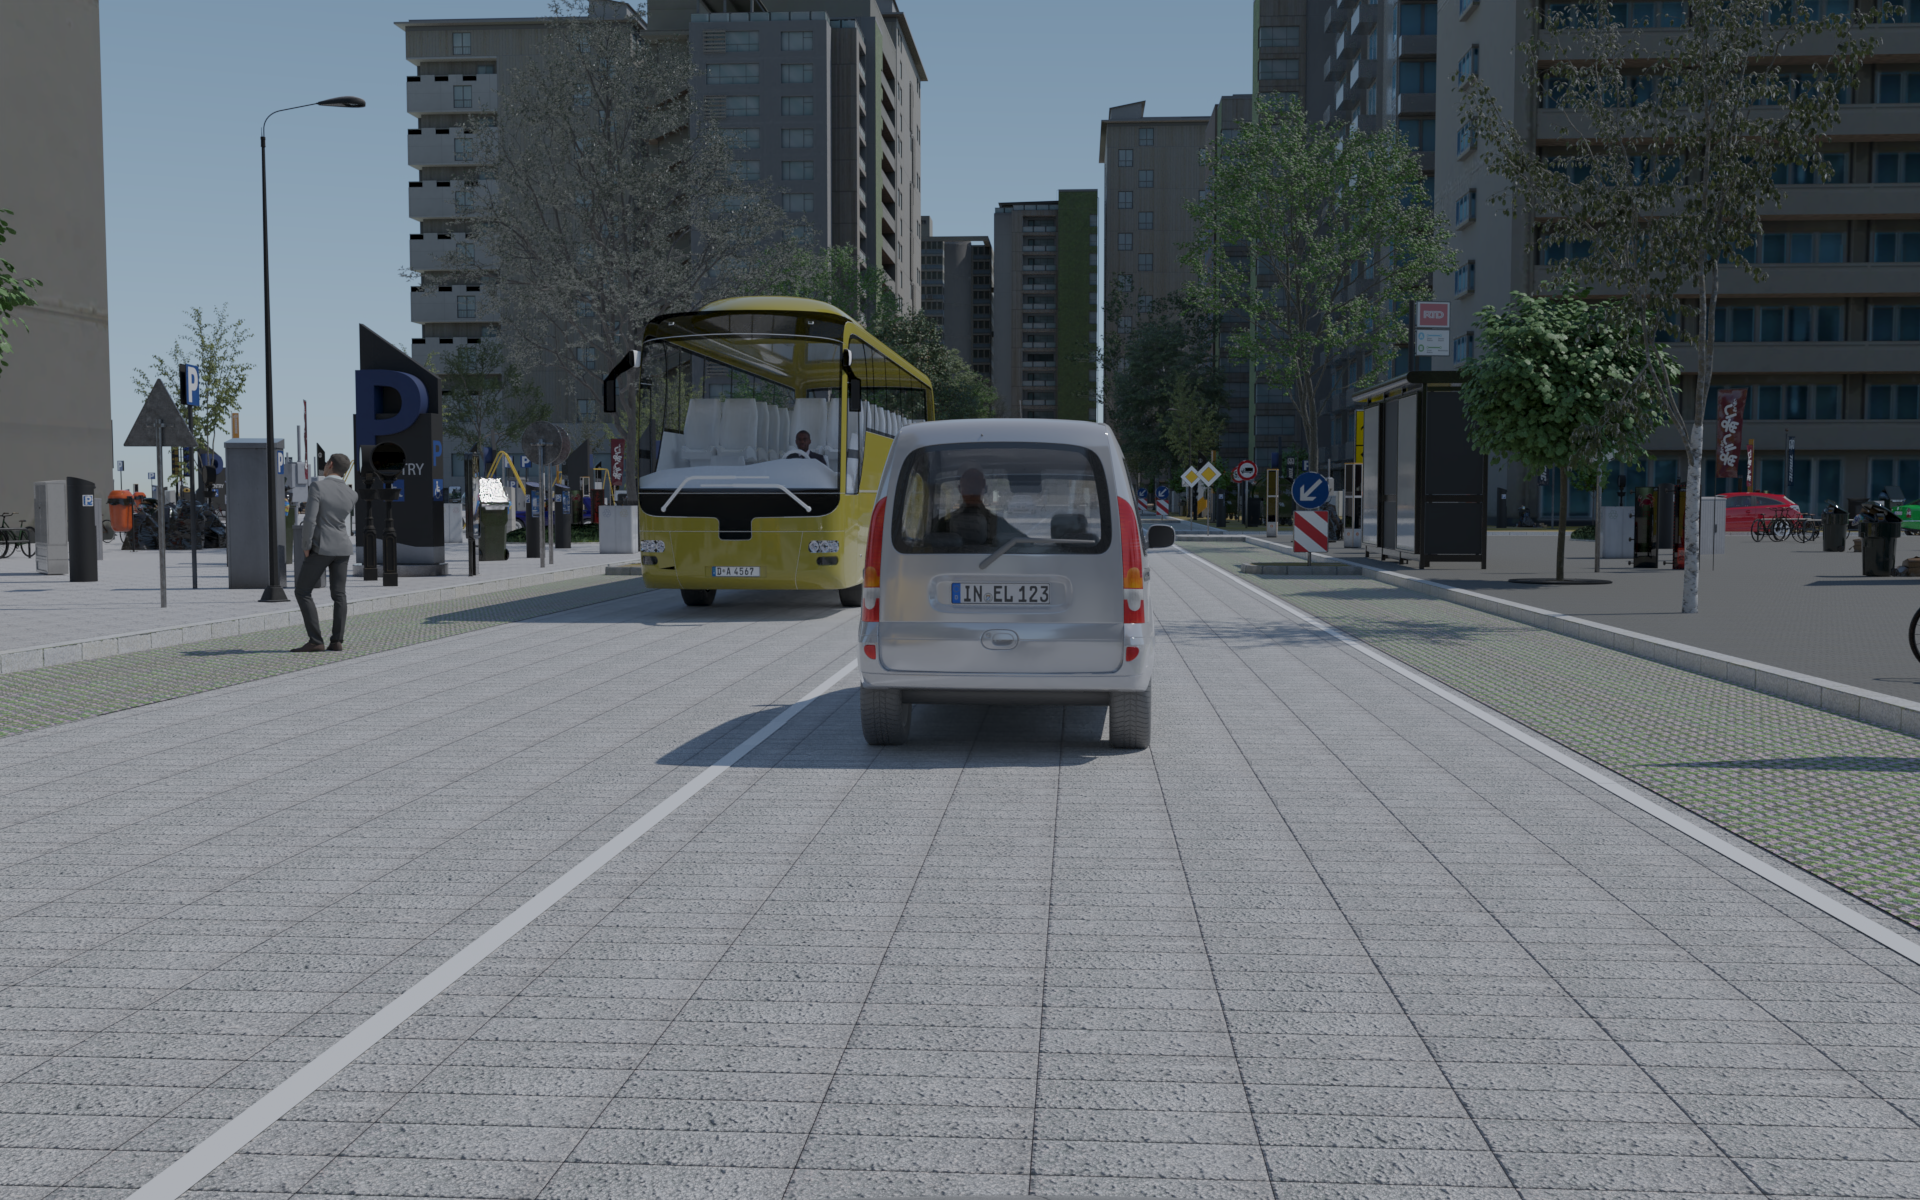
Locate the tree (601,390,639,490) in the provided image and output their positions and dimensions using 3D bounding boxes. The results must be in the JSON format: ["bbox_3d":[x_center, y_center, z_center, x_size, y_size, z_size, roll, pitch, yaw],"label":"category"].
[{"bbox_3d":[-21.390,-10.091,115.355,4.737,8.622,4.395,0,3,0],"label":"tree"}]

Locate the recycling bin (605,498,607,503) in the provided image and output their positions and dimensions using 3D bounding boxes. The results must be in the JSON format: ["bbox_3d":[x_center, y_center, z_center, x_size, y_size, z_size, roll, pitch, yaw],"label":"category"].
[{"bbox_3d":[-23.106,-6.020,110.975,0.722,1.027,0.722,2,4,31],"label":"recycling bin"}]

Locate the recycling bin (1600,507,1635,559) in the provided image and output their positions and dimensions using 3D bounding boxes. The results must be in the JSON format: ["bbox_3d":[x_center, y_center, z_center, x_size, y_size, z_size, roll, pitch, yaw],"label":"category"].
[{"bbox_3d":[13.188,-1.353,34.678,0.722,1.027,0.722,1,4,9],"label":"recycling bin"}]

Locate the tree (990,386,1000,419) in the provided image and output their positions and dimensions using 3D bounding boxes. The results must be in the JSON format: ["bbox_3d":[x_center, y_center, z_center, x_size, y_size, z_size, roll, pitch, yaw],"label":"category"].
[{"bbox_3d":[0.034,-13.306,143.304,9.928,11.665,9.643,0,3,0],"label":"tree"}]

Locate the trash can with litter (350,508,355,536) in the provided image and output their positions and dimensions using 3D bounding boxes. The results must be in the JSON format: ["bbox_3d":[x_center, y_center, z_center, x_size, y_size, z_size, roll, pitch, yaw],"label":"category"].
[{"bbox_3d":[-18.592,-2.536,52.849,0.624,1.170,1.055,3,5,44],"label":"trash can with litter"}]

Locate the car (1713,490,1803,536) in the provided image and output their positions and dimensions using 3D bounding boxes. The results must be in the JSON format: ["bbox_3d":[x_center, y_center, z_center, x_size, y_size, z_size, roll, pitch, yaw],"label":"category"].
[{"bbox_3d":[25.105,-2.914,56.680,4.494,1.783,2.155,0,4,6],"label":"car"}]

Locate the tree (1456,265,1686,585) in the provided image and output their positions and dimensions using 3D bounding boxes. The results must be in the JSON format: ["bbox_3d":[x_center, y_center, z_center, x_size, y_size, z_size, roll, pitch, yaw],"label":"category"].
[{"bbox_3d":[8.678,-2.521,24.934,4.285,4.588,4.351,0,3,0],"label":"tree"}]

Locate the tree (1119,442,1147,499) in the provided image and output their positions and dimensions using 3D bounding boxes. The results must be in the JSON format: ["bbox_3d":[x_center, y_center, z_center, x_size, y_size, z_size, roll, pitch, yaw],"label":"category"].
[{"bbox_3d":[18.825,-14.274,183.747,4.737,8.622,4.395,0,3,0],"label":"tree"}]

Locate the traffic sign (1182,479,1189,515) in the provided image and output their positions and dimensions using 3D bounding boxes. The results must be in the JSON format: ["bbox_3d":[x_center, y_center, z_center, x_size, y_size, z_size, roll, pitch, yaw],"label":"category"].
[{"bbox_3d":[12.702,-5.785,96.717,0.606,2.300,0.079,1,4,14],"label":"traffic sign"}]

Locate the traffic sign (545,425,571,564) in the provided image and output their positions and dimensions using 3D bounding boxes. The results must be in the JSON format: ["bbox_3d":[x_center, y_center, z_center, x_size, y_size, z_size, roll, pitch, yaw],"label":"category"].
[{"bbox_3d":[-7.476,-1.926,31.598,0.768,2.556,0.104,0,4,4],"label":"traffic sign"}]

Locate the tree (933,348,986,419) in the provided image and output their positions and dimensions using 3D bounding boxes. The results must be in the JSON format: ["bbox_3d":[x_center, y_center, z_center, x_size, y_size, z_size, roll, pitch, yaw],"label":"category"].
[{"bbox_3d":[-1.077,-13.222,134.310,7.486,12.596,7.792,0,3,0],"label":"tree"}]

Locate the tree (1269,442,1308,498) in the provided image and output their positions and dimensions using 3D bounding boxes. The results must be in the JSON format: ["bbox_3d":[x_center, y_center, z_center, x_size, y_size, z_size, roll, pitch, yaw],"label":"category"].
[{"bbox_3d":[21.241,-7.729,110.087,4.285,4.588,4.351,0,3,0],"label":"tree"}]

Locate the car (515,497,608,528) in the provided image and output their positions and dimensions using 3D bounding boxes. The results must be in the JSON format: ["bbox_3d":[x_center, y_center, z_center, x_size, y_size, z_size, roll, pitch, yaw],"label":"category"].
[{"bbox_3d":[-13.623,-2.812,58.549,3.894,1.354,1.945,0,4,3],"label":"car"}]

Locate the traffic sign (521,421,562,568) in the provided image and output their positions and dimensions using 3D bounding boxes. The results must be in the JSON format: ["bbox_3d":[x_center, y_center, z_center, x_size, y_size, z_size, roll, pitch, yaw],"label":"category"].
[{"bbox_3d":[-7.287,-1.838,30.157,0.768,2.556,0.104,1,4,12],"label":"traffic sign"}]

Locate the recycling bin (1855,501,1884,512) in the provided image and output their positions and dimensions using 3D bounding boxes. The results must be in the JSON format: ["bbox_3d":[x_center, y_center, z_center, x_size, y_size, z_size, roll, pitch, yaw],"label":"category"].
[{"bbox_3d":[33.062,-3.085,62.987,0.722,1.027,0.722,-2,4,-33],"label":"recycling bin"}]

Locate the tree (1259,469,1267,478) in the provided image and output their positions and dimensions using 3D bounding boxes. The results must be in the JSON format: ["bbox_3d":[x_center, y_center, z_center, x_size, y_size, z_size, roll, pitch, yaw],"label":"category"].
[{"bbox_3d":[23.087,-8.305,130.392,1.663,3.219,1.824,0,3,0],"label":"tree"}]

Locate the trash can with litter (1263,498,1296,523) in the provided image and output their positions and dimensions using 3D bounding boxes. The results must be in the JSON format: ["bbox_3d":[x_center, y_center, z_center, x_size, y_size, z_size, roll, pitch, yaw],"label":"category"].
[{"bbox_3d":[14.376,-4.058,77.408,2.233,1.210,1.678,1,4,19],"label":"trash can with litter"}]

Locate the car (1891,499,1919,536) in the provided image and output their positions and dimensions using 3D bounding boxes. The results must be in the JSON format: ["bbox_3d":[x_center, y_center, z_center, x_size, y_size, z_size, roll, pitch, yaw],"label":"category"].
[{"bbox_3d":[32.489,-2.868,55.688,4.718,1.807,1.959,0,4,5],"label":"car"}]

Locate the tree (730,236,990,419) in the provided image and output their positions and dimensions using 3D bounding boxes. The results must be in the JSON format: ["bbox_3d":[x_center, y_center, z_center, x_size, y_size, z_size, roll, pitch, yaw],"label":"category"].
[{"bbox_3d":[-5.760,-8.741,68.665,9.928,11.665,9.643,0,3,0],"label":"tree"}]

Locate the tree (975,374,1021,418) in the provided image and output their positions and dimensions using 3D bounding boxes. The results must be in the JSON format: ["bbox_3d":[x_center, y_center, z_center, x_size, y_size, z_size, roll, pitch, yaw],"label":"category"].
[{"bbox_3d":[1.740,-16.263,176.262,12.009,13.543,11.850,0,3,0],"label":"tree"}]

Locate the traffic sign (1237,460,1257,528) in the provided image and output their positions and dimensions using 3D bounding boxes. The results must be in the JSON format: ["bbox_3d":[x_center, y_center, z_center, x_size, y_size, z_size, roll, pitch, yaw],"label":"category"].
[{"bbox_3d":[10.737,-3.959,64.837,0.768,2.556,0.104,0,4,4],"label":"traffic sign"}]

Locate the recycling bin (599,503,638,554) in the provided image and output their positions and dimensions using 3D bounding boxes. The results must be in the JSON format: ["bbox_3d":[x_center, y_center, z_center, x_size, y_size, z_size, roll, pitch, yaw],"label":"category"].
[{"bbox_3d":[-7.372,-1.520,37.403,0.722,1.027,0.722,0,4,-1],"label":"recycling bin"}]

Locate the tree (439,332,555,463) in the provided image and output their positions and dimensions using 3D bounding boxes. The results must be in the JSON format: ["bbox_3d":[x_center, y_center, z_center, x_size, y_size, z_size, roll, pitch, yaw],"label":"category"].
[{"bbox_3d":[-26.919,-10.071,99.065,8.767,10.594,7.601,1,4,9],"label":"tree"}]

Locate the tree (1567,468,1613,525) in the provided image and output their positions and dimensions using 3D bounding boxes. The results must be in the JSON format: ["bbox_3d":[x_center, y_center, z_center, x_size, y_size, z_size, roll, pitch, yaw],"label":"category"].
[{"bbox_3d":[23.309,-4.222,63.631,1.663,3.219,1.824,0,3,0],"label":"tree"}]

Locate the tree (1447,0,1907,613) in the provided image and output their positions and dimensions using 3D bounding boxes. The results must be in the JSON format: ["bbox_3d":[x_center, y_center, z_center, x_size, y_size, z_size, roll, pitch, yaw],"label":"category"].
[{"bbox_3d":[7.731,-4.175,18.619,4.360,8.622,3.978,0,3,0],"label":"tree"}]

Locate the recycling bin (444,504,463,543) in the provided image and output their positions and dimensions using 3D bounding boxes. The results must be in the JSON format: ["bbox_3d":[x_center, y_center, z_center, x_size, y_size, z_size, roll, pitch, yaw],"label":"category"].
[{"bbox_3d":[-13.572,-2.025,45.662,0.722,1.027,0.722,-2,4,-33],"label":"recycling bin"}]

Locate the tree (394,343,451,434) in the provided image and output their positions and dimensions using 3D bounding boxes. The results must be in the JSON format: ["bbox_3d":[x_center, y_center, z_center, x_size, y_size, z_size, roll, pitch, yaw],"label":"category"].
[{"bbox_3d":[-26.546,-8.161,83.793,4.737,8.622,4.395,0,3,0],"label":"tree"}]

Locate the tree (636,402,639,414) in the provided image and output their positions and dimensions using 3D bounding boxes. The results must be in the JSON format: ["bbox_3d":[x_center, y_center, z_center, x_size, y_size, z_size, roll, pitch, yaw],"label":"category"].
[{"bbox_3d":[-15.673,-8.799,94.220,4.360,8.622,3.978,0,3,0],"label":"tree"}]

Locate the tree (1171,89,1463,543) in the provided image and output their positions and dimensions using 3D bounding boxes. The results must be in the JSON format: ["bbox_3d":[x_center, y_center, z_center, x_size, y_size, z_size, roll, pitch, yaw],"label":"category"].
[{"bbox_3d":[9.204,-7.327,45.558,9.928,11.665,9.643,0,3,0],"label":"tree"}]

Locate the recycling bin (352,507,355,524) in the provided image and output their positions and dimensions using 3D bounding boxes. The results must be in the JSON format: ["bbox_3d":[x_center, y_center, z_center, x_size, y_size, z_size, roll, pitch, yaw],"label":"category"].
[{"bbox_3d":[-26.204,-3.795,74.602,0.722,1.027,0.722,2,4,28],"label":"recycling bin"}]

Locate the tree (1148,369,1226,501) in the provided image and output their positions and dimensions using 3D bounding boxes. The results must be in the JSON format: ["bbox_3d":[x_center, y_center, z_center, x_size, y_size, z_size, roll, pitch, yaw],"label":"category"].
[{"bbox_3d":[13.439,-9.259,101.743,4.737,8.622,4.395,0,3,0],"label":"tree"}]

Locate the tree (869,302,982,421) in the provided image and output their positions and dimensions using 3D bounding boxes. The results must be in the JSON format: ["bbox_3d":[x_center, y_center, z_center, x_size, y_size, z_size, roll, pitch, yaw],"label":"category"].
[{"bbox_3d":[-3.262,-11.433,103.933,9.611,12.733,9.660,0,3,0],"label":"tree"}]

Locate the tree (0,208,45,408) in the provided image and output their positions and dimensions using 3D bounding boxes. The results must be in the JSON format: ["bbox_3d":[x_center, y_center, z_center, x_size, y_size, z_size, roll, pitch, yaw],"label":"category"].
[{"bbox_3d":[-9.379,-1.877,14.396,4.285,4.588,4.351,0,3,0],"label":"tree"}]

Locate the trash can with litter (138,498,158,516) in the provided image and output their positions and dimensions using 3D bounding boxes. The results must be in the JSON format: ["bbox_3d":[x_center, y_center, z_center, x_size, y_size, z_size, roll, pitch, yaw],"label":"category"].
[{"bbox_3d":[-25.618,-2.663,54.932,0.624,1.170,1.055,-1,4,-10],"label":"trash can with litter"}]

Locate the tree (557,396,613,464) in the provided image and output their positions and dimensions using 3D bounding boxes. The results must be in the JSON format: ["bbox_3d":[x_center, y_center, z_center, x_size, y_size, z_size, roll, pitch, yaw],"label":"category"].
[{"bbox_3d":[-28.027,-10.922,128.944,4.360,8.622,3.978,0,3,0],"label":"tree"}]

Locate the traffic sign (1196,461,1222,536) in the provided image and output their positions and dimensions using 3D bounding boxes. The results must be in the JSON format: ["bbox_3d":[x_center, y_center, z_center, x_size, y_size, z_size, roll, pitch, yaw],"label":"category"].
[{"bbox_3d":[7.608,-3.023,53.074,0.795,2.450,0.064,0,4,4],"label":"traffic sign"}]

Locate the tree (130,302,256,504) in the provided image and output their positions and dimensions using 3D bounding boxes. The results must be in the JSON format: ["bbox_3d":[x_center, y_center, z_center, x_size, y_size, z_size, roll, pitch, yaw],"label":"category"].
[{"bbox_3d":[-28.861,-7.070,65.951,4.737,8.622,4.395,0,3,0],"label":"tree"}]

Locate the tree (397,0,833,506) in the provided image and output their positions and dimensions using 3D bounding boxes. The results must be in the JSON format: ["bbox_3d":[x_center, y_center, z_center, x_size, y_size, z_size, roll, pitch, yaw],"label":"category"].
[{"bbox_3d":[-8.125,-8.047,41.945,12.009,13.543,11.850,0,3,0],"label":"tree"}]

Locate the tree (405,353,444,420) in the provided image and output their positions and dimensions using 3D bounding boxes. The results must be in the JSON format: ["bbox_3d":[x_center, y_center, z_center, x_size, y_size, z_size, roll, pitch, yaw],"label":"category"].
[{"bbox_3d":[-28.439,-8.498,89.305,4.360,8.622,3.978,0,3,0],"label":"tree"}]

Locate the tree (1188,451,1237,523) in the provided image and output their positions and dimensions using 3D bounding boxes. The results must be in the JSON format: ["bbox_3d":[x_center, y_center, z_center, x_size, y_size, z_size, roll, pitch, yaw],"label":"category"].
[{"bbox_3d":[11.407,-5.064,77.402,1.663,3.219,1.824,0,3,0],"label":"tree"}]

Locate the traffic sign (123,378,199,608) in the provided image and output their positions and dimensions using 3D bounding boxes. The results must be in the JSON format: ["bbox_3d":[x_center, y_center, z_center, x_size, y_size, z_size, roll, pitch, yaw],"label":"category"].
[{"bbox_3d":[-8.992,-1.191,19.484,0.884,2.594,0.081,0,4,6],"label":"traffic sign"}]

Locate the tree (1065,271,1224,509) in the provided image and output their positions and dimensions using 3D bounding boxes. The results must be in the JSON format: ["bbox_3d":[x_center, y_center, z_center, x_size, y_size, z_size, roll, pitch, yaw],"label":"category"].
[{"bbox_3d":[15.737,-17.865,147.974,12.611,20.169,13.585,0,3,0],"label":"tree"}]

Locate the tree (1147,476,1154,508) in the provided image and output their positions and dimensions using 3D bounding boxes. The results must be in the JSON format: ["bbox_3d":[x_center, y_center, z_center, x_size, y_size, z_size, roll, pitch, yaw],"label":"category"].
[{"bbox_3d":[18.377,-10.460,165.625,1.663,3.219,1.824,0,3,0],"label":"tree"}]

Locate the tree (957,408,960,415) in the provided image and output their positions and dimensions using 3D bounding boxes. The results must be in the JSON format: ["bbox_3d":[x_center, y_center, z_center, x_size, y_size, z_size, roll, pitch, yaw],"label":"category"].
[{"bbox_3d":[3.375,-16.058,196.961,8.767,10.594,7.601,0,4,-3],"label":"tree"}]

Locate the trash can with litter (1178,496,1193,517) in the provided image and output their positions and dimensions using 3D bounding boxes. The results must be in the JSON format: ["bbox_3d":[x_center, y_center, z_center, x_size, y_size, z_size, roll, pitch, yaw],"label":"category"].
[{"bbox_3d":[12.808,-5.269,97.535,1.055,1.170,0.624,2,4,28],"label":"trash can with litter"}]

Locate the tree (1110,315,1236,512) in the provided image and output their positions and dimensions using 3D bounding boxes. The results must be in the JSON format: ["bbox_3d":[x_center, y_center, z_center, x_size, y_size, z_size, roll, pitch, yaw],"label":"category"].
[{"bbox_3d":[15.076,-13.213,122.680,9.857,13.997,8.962,0,3,0],"label":"tree"}]

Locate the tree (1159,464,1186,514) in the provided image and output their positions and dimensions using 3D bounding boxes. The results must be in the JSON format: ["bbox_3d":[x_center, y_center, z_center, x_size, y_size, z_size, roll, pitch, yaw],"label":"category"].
[{"bbox_3d":[14.058,-7.068,110.163,1.663,3.219,1.824,0,3,0],"label":"tree"}]

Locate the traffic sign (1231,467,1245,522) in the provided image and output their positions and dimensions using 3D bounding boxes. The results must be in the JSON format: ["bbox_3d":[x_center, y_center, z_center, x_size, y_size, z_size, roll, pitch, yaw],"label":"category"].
[{"bbox_3d":[12.838,-4.870,79.727,0.768,2.556,0.104,0,4,7],"label":"traffic sign"}]
